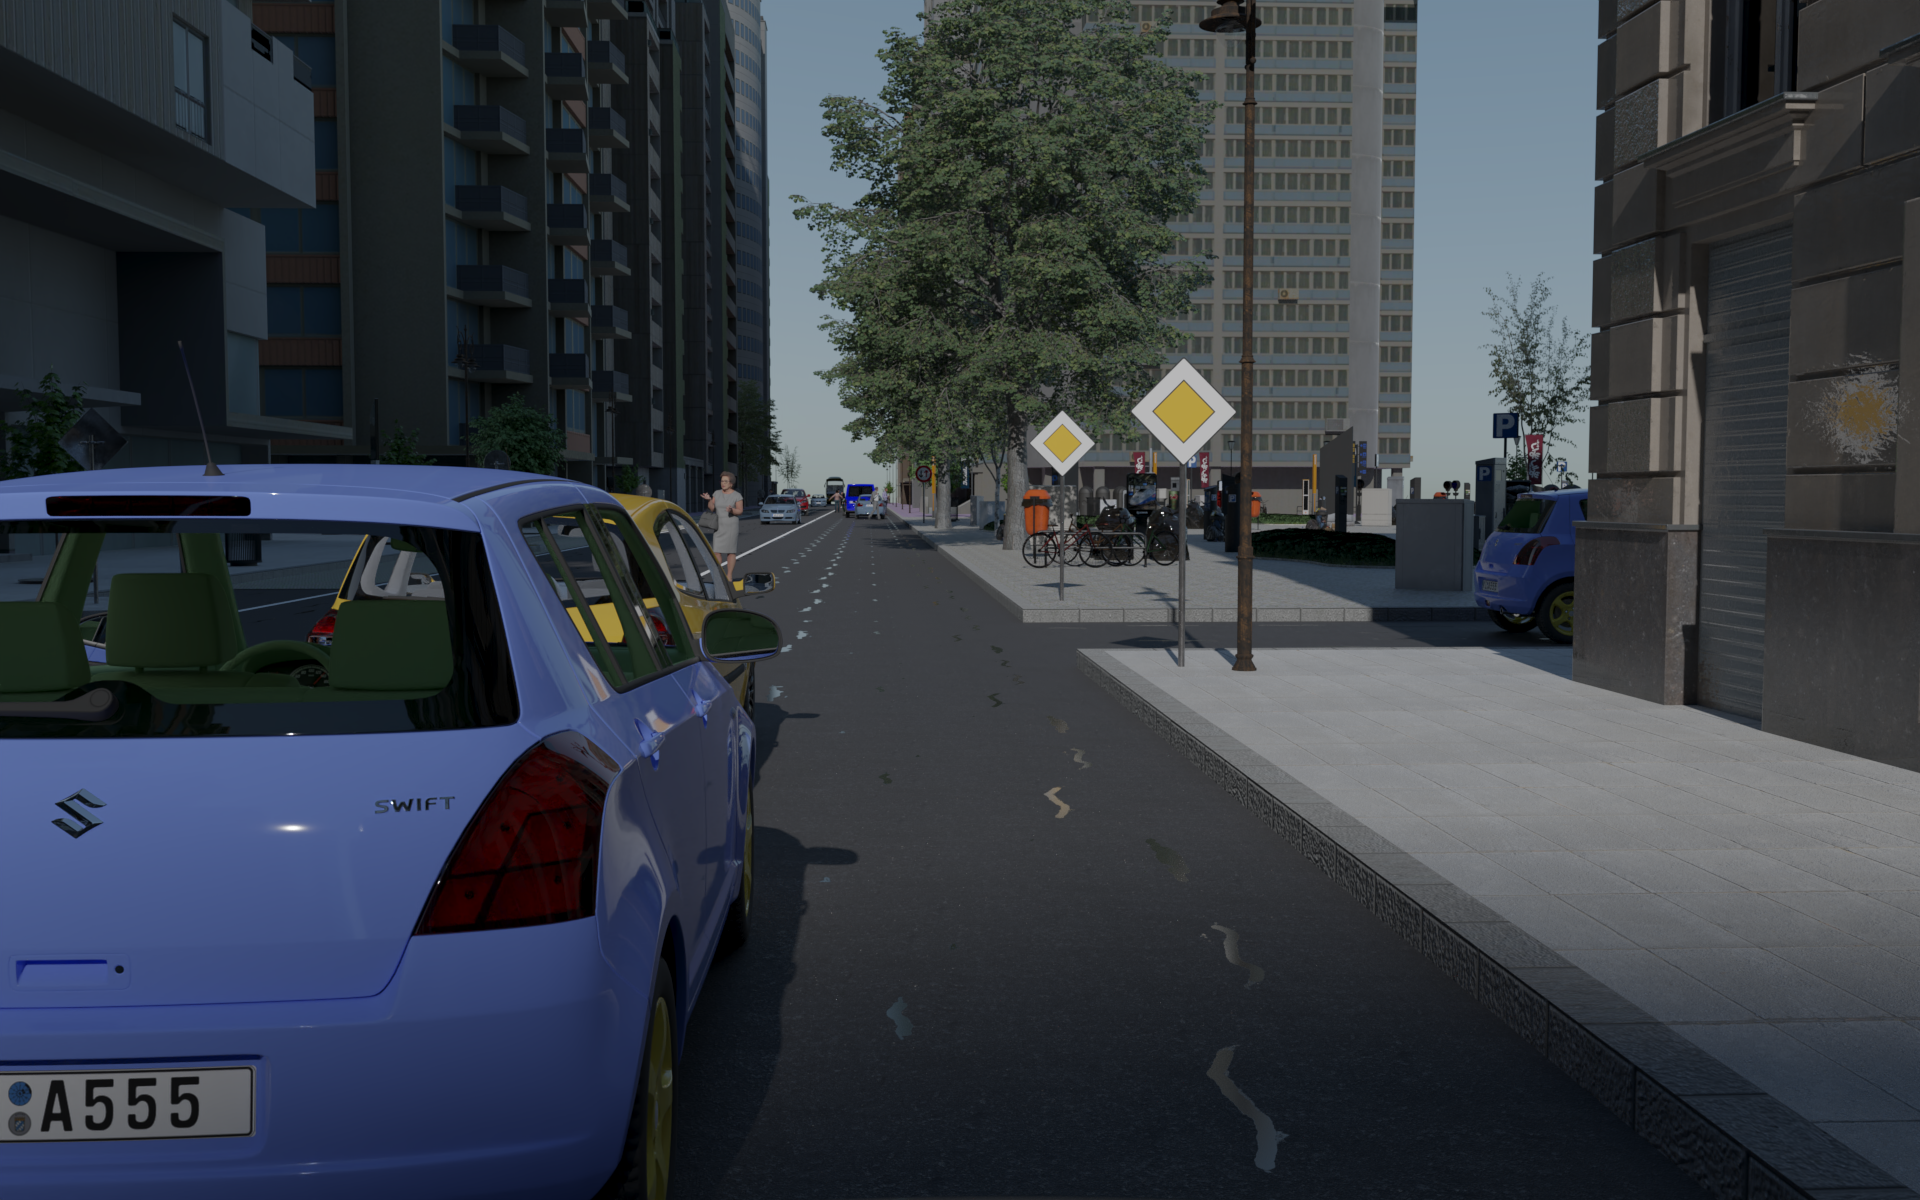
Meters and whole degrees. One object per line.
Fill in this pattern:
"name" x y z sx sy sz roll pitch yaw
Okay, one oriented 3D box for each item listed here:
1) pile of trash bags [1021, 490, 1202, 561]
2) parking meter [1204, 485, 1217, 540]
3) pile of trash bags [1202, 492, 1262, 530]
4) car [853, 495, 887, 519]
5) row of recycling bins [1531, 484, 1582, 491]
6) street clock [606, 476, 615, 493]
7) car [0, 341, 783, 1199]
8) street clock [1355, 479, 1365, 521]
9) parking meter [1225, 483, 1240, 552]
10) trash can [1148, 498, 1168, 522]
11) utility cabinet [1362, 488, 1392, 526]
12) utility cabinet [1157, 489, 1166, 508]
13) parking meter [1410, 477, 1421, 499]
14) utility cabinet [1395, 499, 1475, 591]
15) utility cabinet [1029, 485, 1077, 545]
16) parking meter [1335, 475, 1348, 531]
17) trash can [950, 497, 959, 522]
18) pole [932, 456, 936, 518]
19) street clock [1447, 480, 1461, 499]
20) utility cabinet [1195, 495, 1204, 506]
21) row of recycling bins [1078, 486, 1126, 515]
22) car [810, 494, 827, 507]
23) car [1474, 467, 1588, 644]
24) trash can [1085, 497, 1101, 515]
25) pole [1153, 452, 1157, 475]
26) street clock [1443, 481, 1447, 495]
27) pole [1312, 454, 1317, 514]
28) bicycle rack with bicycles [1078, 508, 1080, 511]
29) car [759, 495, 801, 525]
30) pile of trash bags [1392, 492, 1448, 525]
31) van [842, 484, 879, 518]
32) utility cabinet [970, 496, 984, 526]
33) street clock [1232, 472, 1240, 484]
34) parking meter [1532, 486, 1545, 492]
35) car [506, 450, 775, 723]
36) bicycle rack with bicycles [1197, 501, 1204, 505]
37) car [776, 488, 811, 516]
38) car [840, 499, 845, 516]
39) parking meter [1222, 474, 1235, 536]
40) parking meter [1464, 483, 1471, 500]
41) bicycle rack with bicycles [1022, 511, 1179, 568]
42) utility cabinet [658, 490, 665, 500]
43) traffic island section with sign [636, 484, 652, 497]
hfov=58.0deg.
"pile of trash bags" 2.889 -1.501 34.294 3.447 1.369 1.912 1 4 15
"parking meter" 7.045 -2.466 48.723 0.372 1.533 0.369 0 3 0
"pile of trash bags" 9.649 -3.262 63.085 1.912 1.369 3.447 -3 4 -38
"car" -5.175 -5.353 99.521 2.014 1.417 4.499 0 4 -3
"row of recycling bins" 24.036 -3.953 71.738 3.534 1.692 1.069 -1 4 -9
"street clock" -14.405 -4.085 71.361 0.358 2.002 0.471 -1 4 -23
"car" -1.439 0.319 4.377 1.945 1.707 3.694 0 4 -3
"street clock" 18.939 -4.746 82.167 0.471 2.002 0.358 0 4 8
"parking meter" 6.043 -1.825 38.252 0.372 1.533 0.369 0 3 0
"trash can" 6.950 -3.024 61.093 0.748 1.137 0.748 0 3 0
"utility cabinet" 16.616 -3.691 69.026 1.173 1.500 0.318 3 5 43
"utility cabinet" 8.033 -3.744 69.888 0.318 1.500 1.173 0 4 -6
"parking meter" 15.806 -3.329 60.148 0.255 1.863 0.399 -1 4 -14
"utility cabinet" 6.377 -0.741 23.284 0.306 1.237 1.020 -3 5 -44
"utility cabinet" 2.297 -2.101 43.034 1.173 1.500 0.318 0 3 0
"parking meter" 11.458 -2.836 52.079 0.255 1.863 0.399 -1 4 -11
"trash can" -0.394 -4.189 80.148 0.748 1.137 0.748 0 3 0
"pole" -1.397 -6.047 92.712 0.158 3.312 0.155 0 3 0
"street clock" 25.868 -5.249 90.384 0.358 2.002 0.471 -2 4 -25
"utility cabinet" 12.656 -4.916 91.532 0.306 1.237 1.020 -1 4 -8
"row of recycling bins" 7.095 -5.134 91.052 3.534 1.692 1.069 0 4 7
"car" -15.785 -11.071 193.015 2.014 1.417 4.499 0 4 -5
"car" 7.102 -0.473 17.330 3.694 1.707 1.945 0 4 -1
"trash can" 6.173 -4.194 80.219 0.748 1.137 0.748 0 3 0
"pole" 9.520 -5.559 84.732 0.158 3.312 0.155 0 3 0
"street clock" 26.534 -5.484 94.236 0.358 2.002 0.471 -3 5 -41
"pole" 18.161 -5.807 88.785 0.158 3.312 0.155 0 3 0
"bicycle rack with bicycles" 5.946 -4.338 84.311 2.852 0.926 2.925 2 4 25
"car" -8.530 -4.313 82.518 2.014 1.417 4.499 0 4 -2
"pile of trash bags" 18.912 -3.784 71.618 3.447 1.369 1.912 -3 4 -36
"van" -6.039 -6.174 105.324 2.240 2.365 5.245 0 4 -3
"utility cabinet" 0.706 -3.657 70.953 0.306 1.237 1.020 1 4 17
"street clock" 9.065 -3.158 56.200 0.471 2.002 0.358 -1 4 -15
"parking meter" 17.638 -2.716 52.818 0.372 1.533 0.369 0 3 0
"car" -1.976 0.091 8.731 2.015 1.641 3.980 0 4 -3
"bicycle rack with bicycles" 12.293 -4.421 85.672 2.925 0.926 2.852 -1 4 -20
"car" -11.017 -6.471 114.473 2.281 1.827 5.304 0 4 -5
"car" -7.036 -6.509 116.211 2.009 1.686 4.222 0 4 -3
"parking meter" 7.709 -2.689 49.678 0.399 1.863 0.255 0 4 5
"parking meter" 25.560 -4.991 87.318 0.255 1.863 0.399 0 4 4
"bicycle rack with bicycles" 2.481 -1.075 30.957 2.925 0.926 2.852 0 4 -2
"utility cabinet" -15.301 -4.899 88.775 0.318 1.500 1.173 0 4 -7
"traffic island section with sign" -12.743 -3.745 69.851 1.989 1.847 2.006 0 4 -3
